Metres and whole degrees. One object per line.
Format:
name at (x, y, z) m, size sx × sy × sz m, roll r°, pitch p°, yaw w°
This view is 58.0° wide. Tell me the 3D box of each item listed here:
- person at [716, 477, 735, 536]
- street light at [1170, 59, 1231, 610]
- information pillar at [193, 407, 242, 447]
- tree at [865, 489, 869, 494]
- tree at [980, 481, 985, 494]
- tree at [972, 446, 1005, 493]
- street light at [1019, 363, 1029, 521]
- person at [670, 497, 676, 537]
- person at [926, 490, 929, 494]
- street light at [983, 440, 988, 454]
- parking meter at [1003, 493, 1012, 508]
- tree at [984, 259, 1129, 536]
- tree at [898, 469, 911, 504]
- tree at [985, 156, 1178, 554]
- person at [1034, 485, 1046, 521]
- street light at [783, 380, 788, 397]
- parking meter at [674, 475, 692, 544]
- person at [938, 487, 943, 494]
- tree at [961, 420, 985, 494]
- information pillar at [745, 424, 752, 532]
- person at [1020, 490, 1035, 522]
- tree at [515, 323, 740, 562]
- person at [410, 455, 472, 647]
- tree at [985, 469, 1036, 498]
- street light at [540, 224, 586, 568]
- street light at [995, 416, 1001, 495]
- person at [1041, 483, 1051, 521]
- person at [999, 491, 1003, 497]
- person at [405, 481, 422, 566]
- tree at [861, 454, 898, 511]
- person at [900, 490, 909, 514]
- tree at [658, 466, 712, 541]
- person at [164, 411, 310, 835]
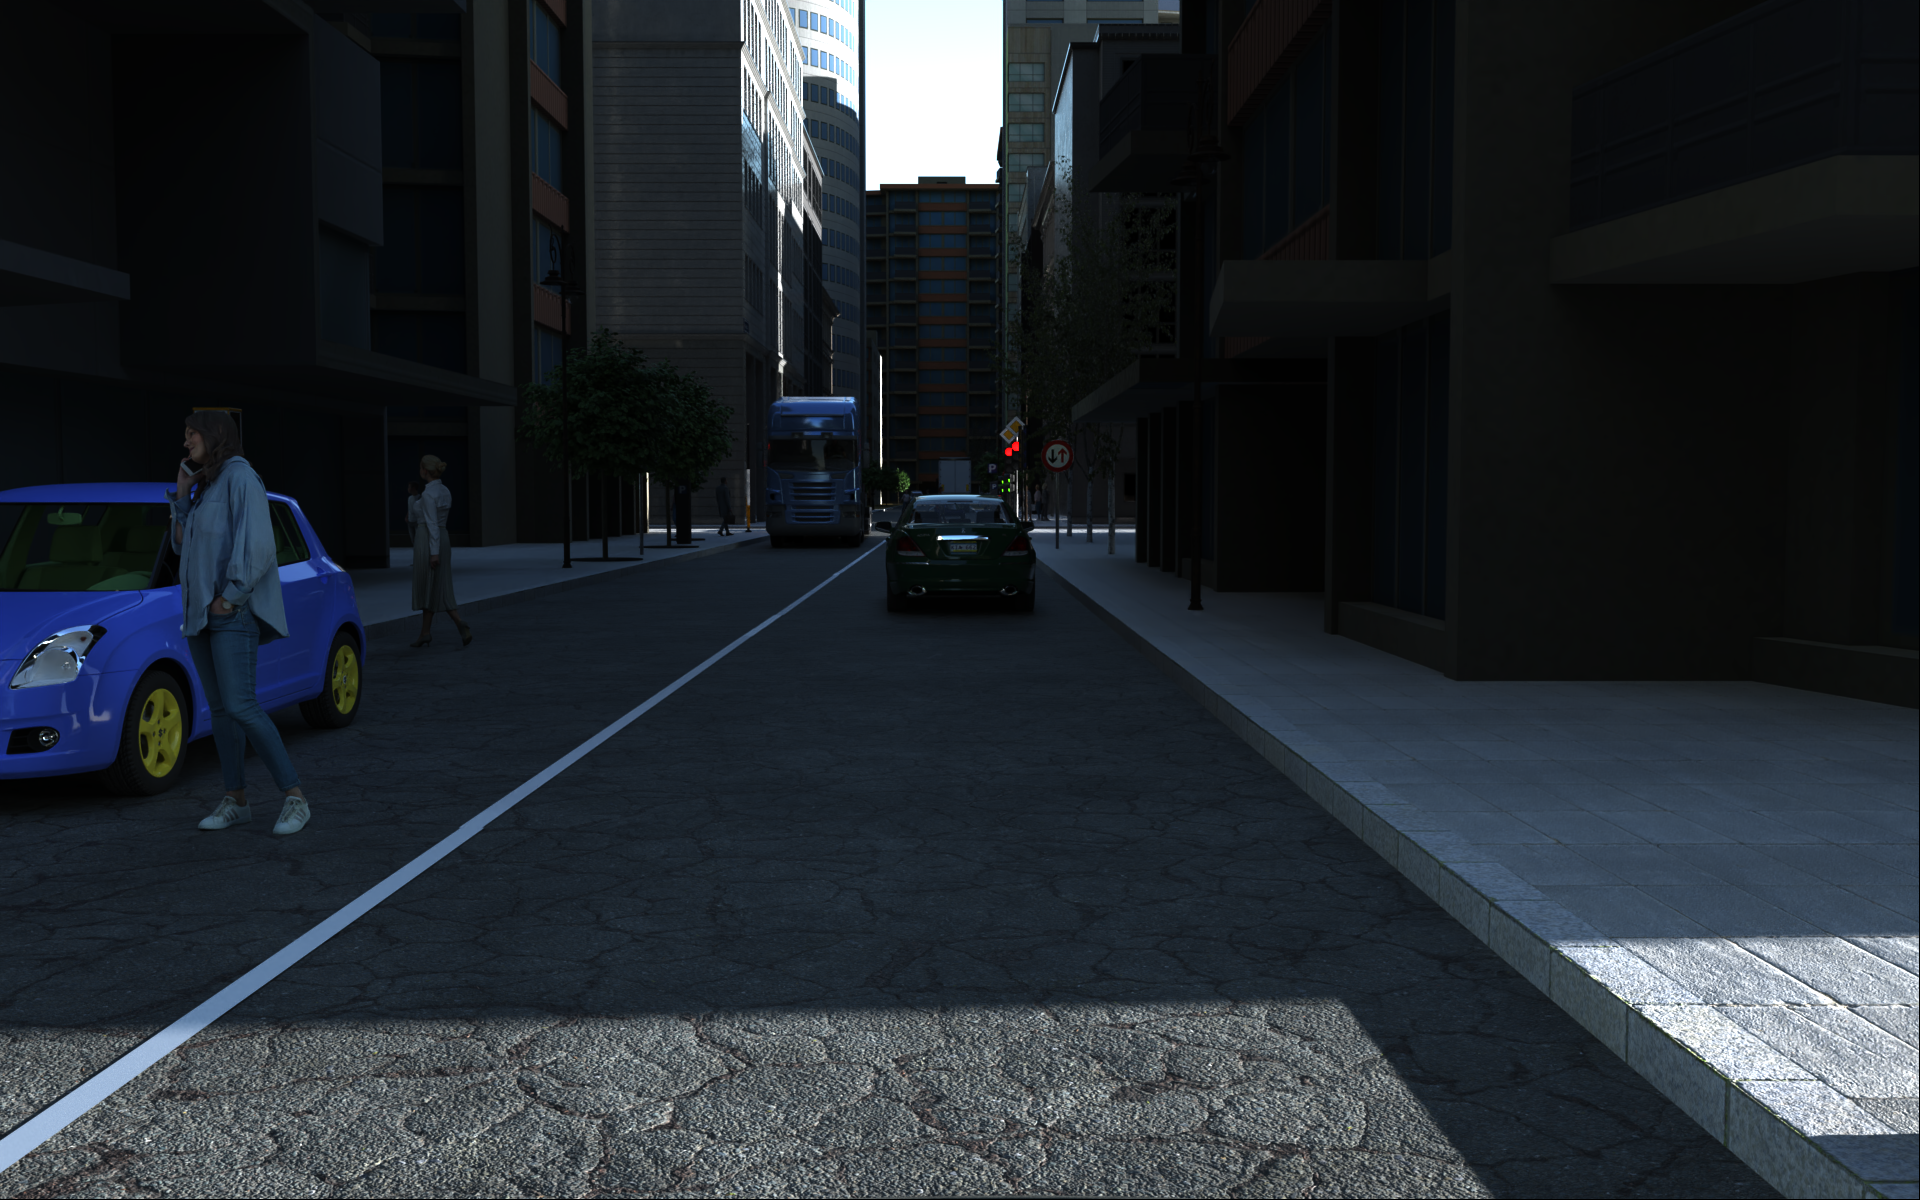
person at (-7.150, -2.856, 52.844) m, size 0.767 × 1.812 × 0.694 m, roll -3°, pitch 5°, yaw -43°
street light at (2.613, -2.828, 19.026) m, size 0.468 × 5.910 × 1.993 m, roll 0°, pitch 4°, yaw 0°
information pillar at (-6.349, -0.635, 14.871) m, size 0.304 × 2.012 × 0.304 m, roll 0°, pitch 4°, yaw -3°
tree at (-7.948, -9.116, 143.648) m, size 1.663 × 3.219 × 1.824 m, roll 0°, pitch 3°, yaw 0°
tree at (2.594, -9.357, 147.582) m, size 1.663 × 3.219 × 1.824 m, roll 0°, pitch 3°, yaw 0°
tree at (2.539, -8.091, 115.997) m, size 4.285 × 4.588 × 4.351 m, roll 0°, pitch 3°, yaw 0°
street light at (2.346, -5.421, 61.420) m, size 0.468 × 5.910 × 1.993 m, roll 0°, pitch 4°, yaw 0°
person at (-8.436, -2.802, 51.864) m, size 0.555 × 1.821 × 0.388 m, roll 1°, pitch 4°, yaw 23°
person at (-2.502, -7.562, 132.692) m, size 0.362 × 1.759 × 0.519 m, roll 1°, pitch 4°, yaw 14°
street light at (2.105, -10.528, 144.914) m, size 0.468 × 5.910 × 1.993 m, roll 0°, pitch 4°, yaw 0°
parking meter at (2.446, -5.102, 89.126) m, size 0.399 × 1.863 × 0.255 m, roll -1°, pitch 4°, yaw -10°
tree at (3.156, -6.244, 52.453) m, size 4.737 × 8.622 × 4.395 m, roll 0°, pitch 3°, yaw 0°
tree at (-8.317, -12.369, 185.944) m, size 4.285 × 4.588 × 4.351 m, roll 0°, pitch 3°, yaw 0°
tree at (2.997, -5.279, 36.678) m, size 4.360 × 8.622 × 3.978 m, roll 0°, pitch 3°, yaw 0°
person at (3.922, -4.724, 83.956) m, size 0.598 × 1.740 × 0.731 m, roll 1°, pitch 4°, yaw 12°
street light at (-7.076, -5.968, 70.366) m, size 0.468 × 5.910 × 1.993 m, roll 0°, pitch 4°, yaw 0°
parking meter at (-7.117, -2.371, 44.483) m, size 0.399 × 1.863 × 0.255 m, roll 0°, pitch 4°, yaw 1°
person at (-0.778, -4.496, 82.289) m, size 0.573 × 1.790 × 0.520 m, roll -1°, pitch 4°, yaw -9°
tree at (2.020, -13.515, 171.332) m, size 4.360 × 8.622 × 3.978 m, roll 0°, pitch 3°, yaw 0°
information pillar at (-7.138, -4.092, 58.264) m, size 0.183 × 3.616 × 0.504 m, roll -1°, pitch 4°, yaw -12°
person at (3.095, -4.494, 79.865) m, size 0.694 × 1.780 × 0.624 m, roll -3°, pitch 5°, yaw -41°
tree at (-6.784, -3.040, 33.426) m, size 4.285 × 4.588 × 4.351 m, roll 0°, pitch 3°, yaw 0°
person at (-4.868, -0.458, 16.207) m, size 0.641 × 1.798 × 0.478 m, roll 1°, pitch 4°, yaw 21°
tree at (2.337, -5.029, 76.828) m, size 1.663 × 3.219 × 1.824 m, roll 0°, pitch 3°, yaw 0°
street light at (-6.827, -3.494, 29.916) m, size 0.468 × 5.910 × 1.993 m, roll 0°, pitch 4°, yaw 0°
street light at (2.282, -7.932, 102.474) m, size 0.468 × 5.910 × 1.993 m, roll 0°, pitch 4°, yaw 0°
person at (4.113, -4.668, 82.548) m, size 0.526 × 1.800 × 0.537 m, roll 1°, pitch 4°, yaw 10°
person at (2.696, -7.071, 121.615) m, size 0.622 × 1.834 × 0.822 m, roll -1°, pitch 4°, yaw -22°
person at (-9.651, -1.359, 30.851) m, size 0.503 × 1.515 × 0.523 m, roll 0°, pitch 4°, yaw 4°
tree at (-7.518, -9.259, 135.097) m, size 4.285 × 4.588 × 4.351 m, roll 0°, pitch 3°, yaw 0°
person at (-4.000, -6.994, 123.519) m, size 0.731 × 1.740 × 0.598 m, roll -3°, pitch 4°, yaw -37°
tree at (-7.489, -3.263, 47.955) m, size 1.663 × 3.219 × 1.824 m, roll 0°, pitch 3°, yaw 0°
person at (-3.100, 0.081, 7.435) m, size 0.793 × 1.790 × 0.793 m, roll 1°, pitch 4°, yaw 11°
